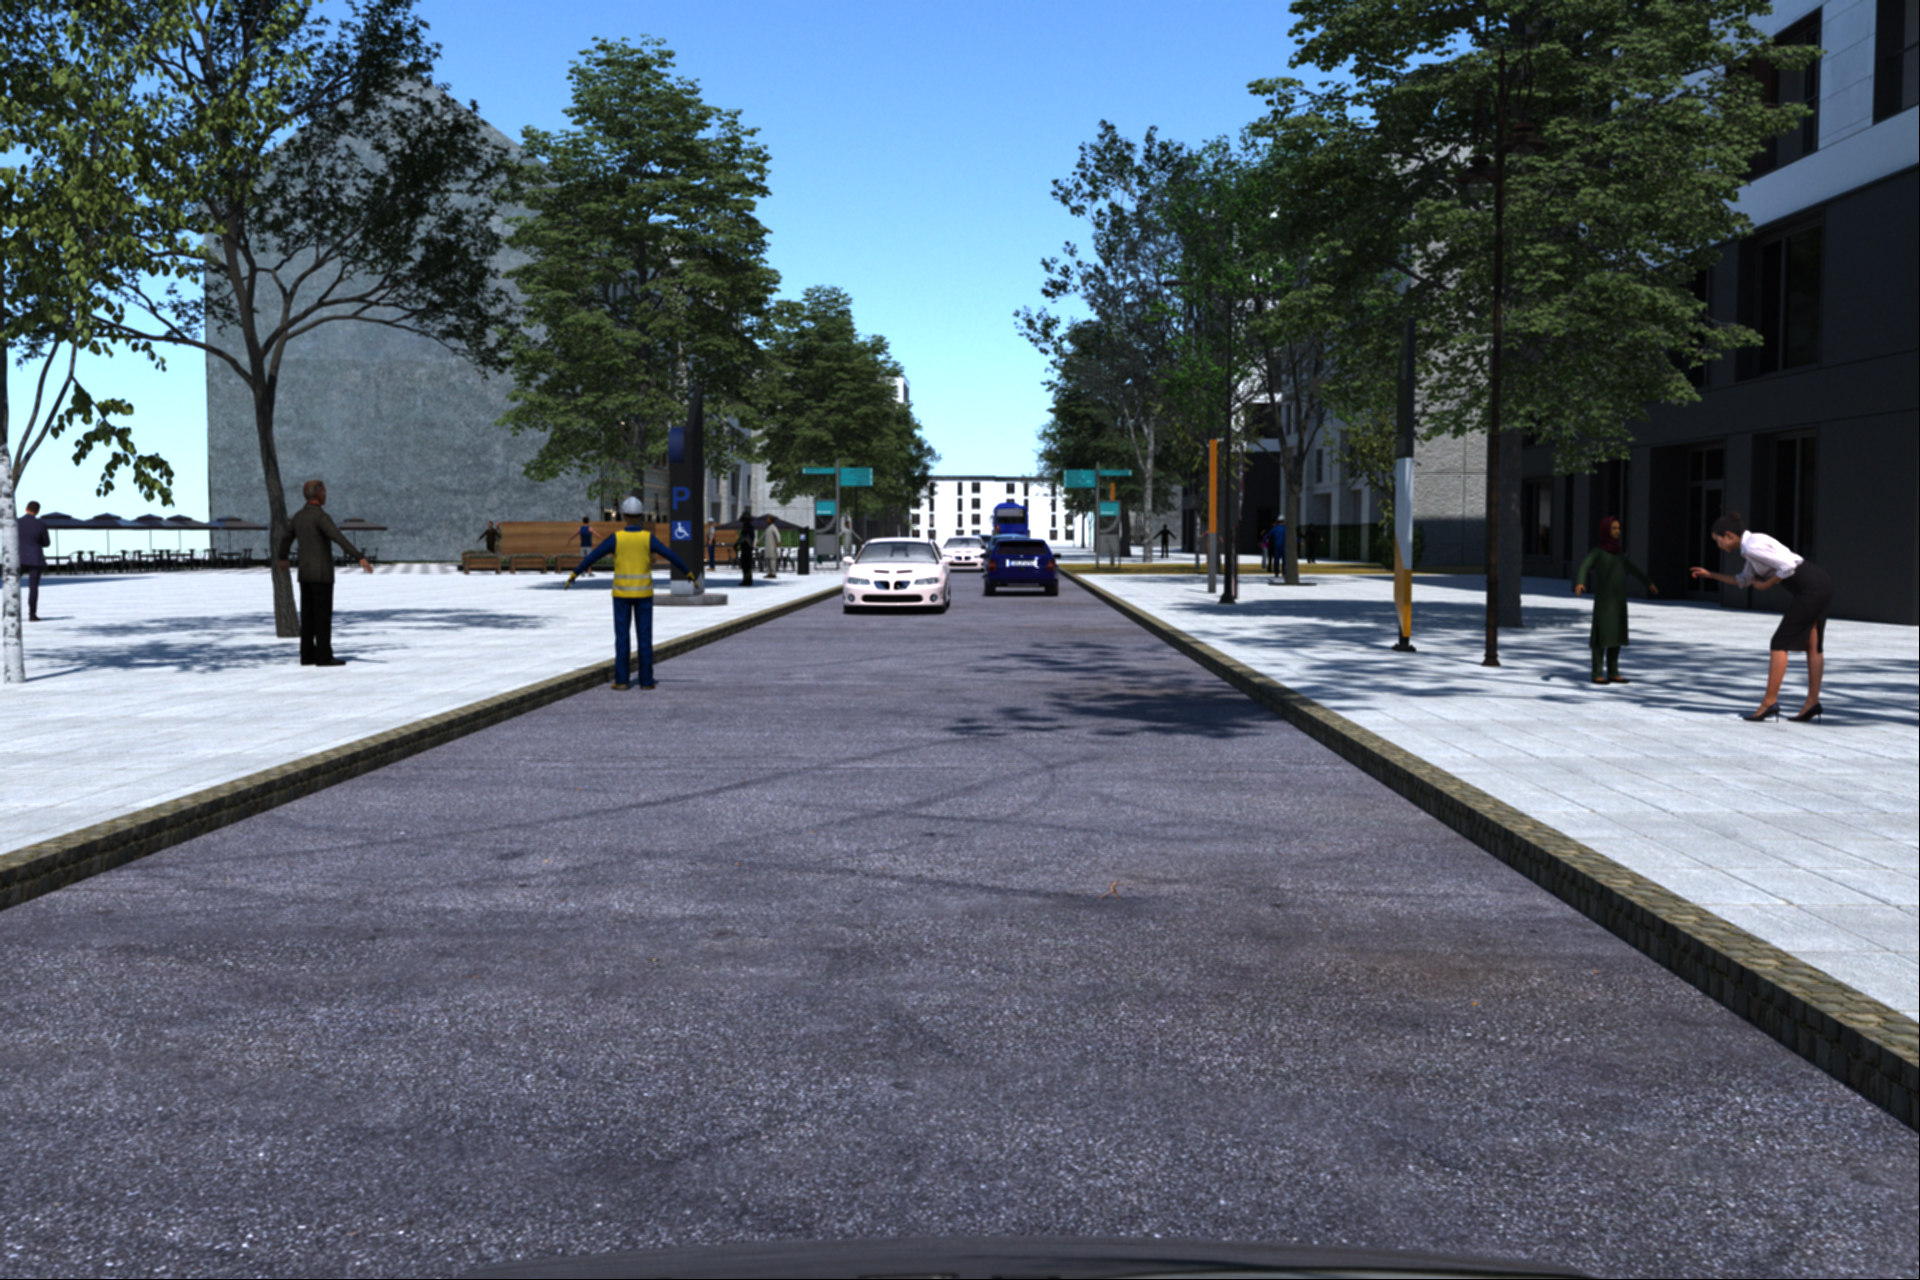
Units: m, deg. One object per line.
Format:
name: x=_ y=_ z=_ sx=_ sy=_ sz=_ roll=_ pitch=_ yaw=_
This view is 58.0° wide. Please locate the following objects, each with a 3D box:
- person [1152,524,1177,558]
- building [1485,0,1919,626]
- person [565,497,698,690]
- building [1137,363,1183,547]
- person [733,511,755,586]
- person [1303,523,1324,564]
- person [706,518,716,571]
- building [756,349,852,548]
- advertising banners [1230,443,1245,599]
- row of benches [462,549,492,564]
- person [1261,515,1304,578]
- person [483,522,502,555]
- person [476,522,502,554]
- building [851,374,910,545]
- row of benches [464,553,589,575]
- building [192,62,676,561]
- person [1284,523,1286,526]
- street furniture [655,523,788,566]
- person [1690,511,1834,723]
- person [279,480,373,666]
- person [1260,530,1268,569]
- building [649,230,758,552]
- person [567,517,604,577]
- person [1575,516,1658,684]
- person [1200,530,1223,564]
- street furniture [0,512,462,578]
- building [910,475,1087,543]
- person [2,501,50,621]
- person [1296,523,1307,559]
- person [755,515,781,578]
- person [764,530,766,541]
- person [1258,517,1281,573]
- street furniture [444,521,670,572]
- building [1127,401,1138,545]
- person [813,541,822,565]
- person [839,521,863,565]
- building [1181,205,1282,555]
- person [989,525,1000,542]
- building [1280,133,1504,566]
person: x=10.995 y=-5.310 z=93.011 sx=1.347 sy=1.806 sz=0.705 roll=0 pitch=4 yaw=-5
building: x=27.409 y=-11.959 z=39.509 sx=27.936 sy=21.610 sz=32.646 roll=0 pitch=4 yaw=1
person: x=-3.028 y=-0.434 z=16.012 sx=1.216 sy=1.772 sz=0.721 roll=-1 pitch=4 yaw=-14
building: x=28.549 y=-21.425 z=181.227 sx=19.493 sy=23.208 sz=18.063 roll=0 pitch=4 yaw=2
person: x=-5.330 y=-2.273 z=43.031 sx=0.704 sy=1.845 sz=1.351 roll=1 pitch=4 yaw=9
person: x=15.358 y=-4.200 z=75.386 sx=0.721 sy=1.740 sz=1.216 roll=-2 pitch=4 yaw=-35
person: x=-8.732 y=-3.349 z=60.610 sx=0.705 sy=1.847 sz=1.347 roll=-1 pitch=4 yaw=-13
building: x=-21.244 y=-19.284 z=181.743 sx=16.747 sy=18.905 sz=31.486 roll=0 pitch=4 yaw=2
advertising banners: x=5.441 y=-2.330 z=34.282 sx=0.090 sy=3.025 sz=2.074 roll=0 pitch=4 yaw=1
row of benches: x=-19.721 y=-3.380 z=70.724 sx=1.422 sy=0.672 sz=4.104 roll=0 pitch=4 yaw=-7
person: x=9.495 y=-2.770 z=51.164 sx=1.347 sy=1.842 sz=0.705 roll=2 pitch=4 yaw=34
person: x=-20.413 y=-4.297 z=76.530 sx=1.348 sy=1.796 sz=0.705 roll=0 pitch=4 yaw=5
person: x=-19.961 y=-4.126 z=73.599 sx=1.346 sy=1.812 sz=0.704 roll=2 pitch=4 yaw=26
building: x=-21.205 y=-22.970 z=219.531 sx=27.936 sy=21.610 sz=32.646 roll=0 pitch=4 yaw=2
row of benches: x=-13.983 y=-2.461 z=55.702 sx=4.104 sy=0.672 sz=1.422 roll=-2 pitch=4 yaw=-24
building: x=-25.919 y=-15.831 z=89.768 sx=19.493 sy=23.208 sz=18.063 roll=0 pitch=4 yaw=1
person: x=17.297 y=-5.280 z=92.103 sx=0.705 sy=1.856 sz=1.354 roll=3 pitch=4 yaw=38
street furniture: x=-12.941 y=-4.127 z=74.324 sx=11.010 sy=1.723 sz=9.812 roll=0 pitch=4 yaw=-8
person: x=5.522 y=-0.161 z=11.865 sx=0.799 sy=1.438 sz=0.628 roll=0 pitch=4 yaw=-4
person: x=-6.261 y=-0.656 z=16.910 sx=1.348 sy=1.807 sz=0.705 roll=2 pitch=4 yaw=32
person: x=11.325 y=-3.348 z=64.006 sx=0.599 sy=1.433 sz=0.991 roll=-1 pitch=4 yaw=-19
building: x=-24.089 y=-15.316 z=116.878 sx=16.747 sy=18.905 sz=31.486 roll=0 pitch=4 yaw=1
person: x=-11.253 y=-2.816 z=52.208 sx=1.345 sy=1.807 sz=0.704 roll=1 pitch=4 yaw=11
person: x=5.594 y=-0.342 z=14.799 sx=0.989 sy=1.438 sz=0.599 roll=-2 pitch=4 yaw=-30
person: x=10.679 y=-4.116 z=74.099 sx=1.217 sy=1.733 sz=0.721 roll=2 pitch=4 yaw=25
street furniture: x=-30.323 y=-3.645 z=64.629 sx=14.083 sy=1.986 sz=27.439 roll=1 pitch=4 yaw=15
building: x=4.501 y=-18.627 z=249.157 sx=28.070 sy=9.664 sz=9.099 roll=0 pitch=4 yaw=-6
person: x=-13.780 y=-1.166 z=25.548 sx=0.683 sy=1.767 sz=0.568 roll=-1 pitch=4 yaw=-21
person: x=17.612 y=-5.165 z=90.223 sx=1.354 sy=1.858 sz=0.705 roll=-3 pitch=5 yaw=-44
person: x=-5.511 y=-2.701 z=50.252 sx=0.704 sy=1.819 sz=1.344 roll=-3 pitch=4 yaw=-36
person: x=-8.993 y=-4.627 z=81.775 sx=0.705 sy=1.813 sz=1.348 roll=1 pitch=4 yaw=17
person: x=10.409 y=-3.150 z=57.435 sx=1.347 sy=1.837 sz=0.705 roll=3 pitch=5 yaw=44
street furniture: x=-14.997 y=-3.412 z=62.640 sx=9.812 sy=1.723 sz=11.010 roll=1 pitch=4 yaw=12
building: x=29.527 y=-22.798 z=203.672 sx=19.493 sy=23.208 sz=18.063 roll=0 pitch=4 yaw=2
person: x=-5.917 y=-4.043 z=72.222 sx=0.704 sy=1.817 sz=1.347 roll=-1 pitch=4 yaw=-12
person: x=-4.584 y=-3.967 z=71.053 sx=1.347 sy=1.806 sz=0.705 roll=-2 pitch=4 yaw=-35
building: x=29.591 y=-17.100 z=123.566 sx=27.936 sy=21.610 sz=32.646 roll=0 pitch=4 yaw=1
person: x=1.540 y=-3.825 z=71.268 sx=0.705 sy=1.796 sz=1.348 roll=2 pitch=4 yaw=35
building: x=26.808 y=-13.376 z=85.152 sx=16.747 sy=18.905 sz=31.486 roll=0 pitch=4 yaw=1
